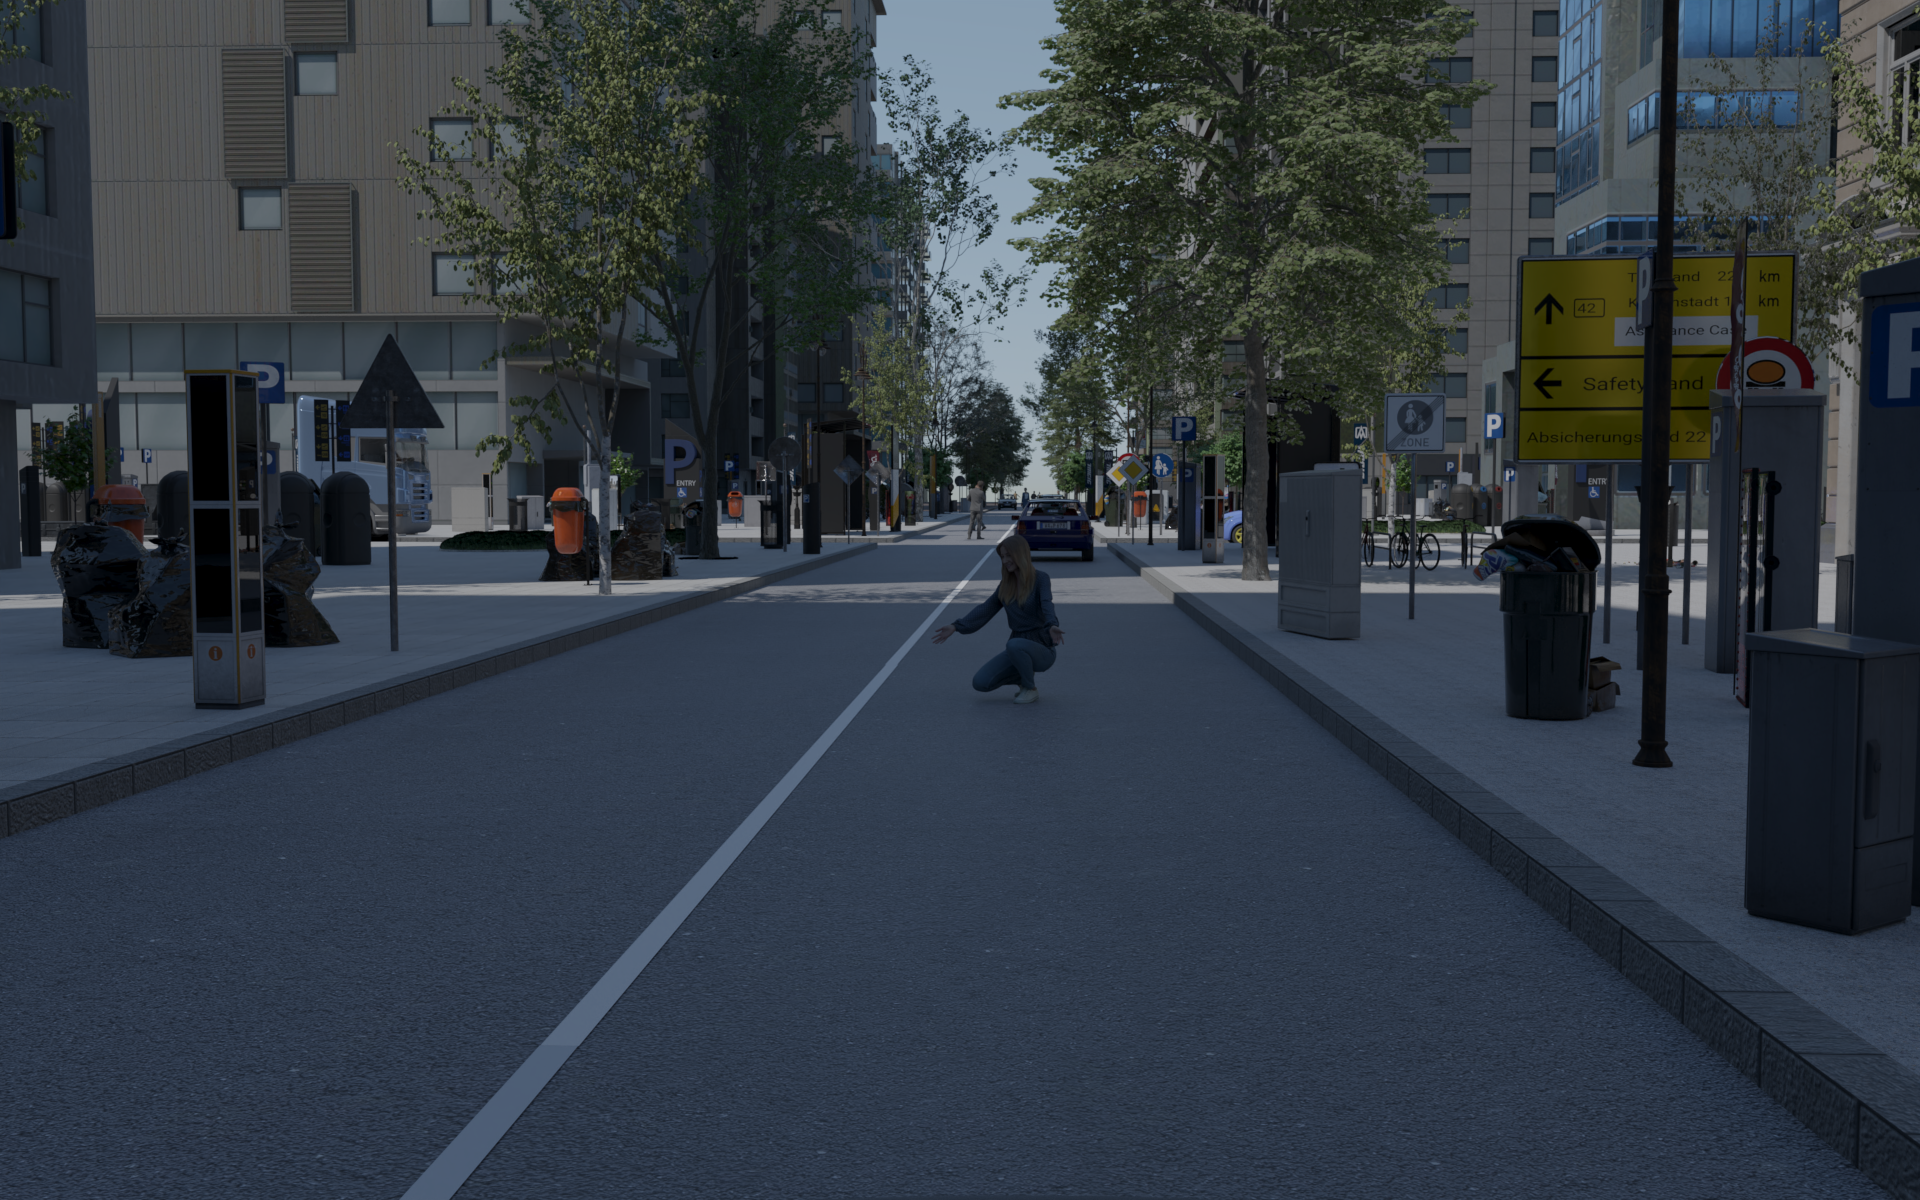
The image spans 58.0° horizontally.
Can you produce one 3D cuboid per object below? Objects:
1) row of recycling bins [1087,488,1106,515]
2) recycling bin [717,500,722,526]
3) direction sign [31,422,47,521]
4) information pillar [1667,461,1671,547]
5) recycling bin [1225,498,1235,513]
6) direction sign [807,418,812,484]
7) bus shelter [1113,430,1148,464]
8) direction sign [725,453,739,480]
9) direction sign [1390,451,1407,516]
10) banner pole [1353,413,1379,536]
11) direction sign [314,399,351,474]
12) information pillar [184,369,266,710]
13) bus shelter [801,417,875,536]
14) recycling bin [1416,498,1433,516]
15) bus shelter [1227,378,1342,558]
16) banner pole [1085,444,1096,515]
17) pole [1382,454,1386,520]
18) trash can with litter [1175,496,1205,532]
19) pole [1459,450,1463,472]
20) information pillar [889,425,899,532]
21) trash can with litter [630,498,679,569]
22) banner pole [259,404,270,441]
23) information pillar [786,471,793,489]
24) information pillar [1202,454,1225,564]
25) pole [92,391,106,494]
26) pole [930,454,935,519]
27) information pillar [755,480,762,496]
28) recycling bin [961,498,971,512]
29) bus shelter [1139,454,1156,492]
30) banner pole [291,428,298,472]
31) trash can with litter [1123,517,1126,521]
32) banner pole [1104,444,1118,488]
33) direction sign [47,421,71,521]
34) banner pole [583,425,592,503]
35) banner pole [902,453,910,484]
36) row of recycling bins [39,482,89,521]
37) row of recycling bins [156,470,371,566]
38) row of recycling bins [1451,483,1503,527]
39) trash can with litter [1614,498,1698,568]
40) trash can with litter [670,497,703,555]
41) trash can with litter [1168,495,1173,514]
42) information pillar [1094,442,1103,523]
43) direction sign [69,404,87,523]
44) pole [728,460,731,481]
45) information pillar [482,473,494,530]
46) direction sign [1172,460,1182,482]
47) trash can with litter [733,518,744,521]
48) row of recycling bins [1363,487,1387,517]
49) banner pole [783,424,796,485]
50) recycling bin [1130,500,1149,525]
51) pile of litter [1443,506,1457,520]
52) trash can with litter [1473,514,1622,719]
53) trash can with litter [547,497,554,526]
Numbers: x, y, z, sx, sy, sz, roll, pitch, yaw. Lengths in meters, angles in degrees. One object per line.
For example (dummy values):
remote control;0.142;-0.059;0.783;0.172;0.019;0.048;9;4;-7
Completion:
row of recycling bins;8.359;-5.927;104.013;1.069;1.692;3.534;1;4;16
recycling bin;-10.021;-3.489;69.606;0.722;1.027;0.722;-1;4;-23
direction sign;-29.113;-3.858;55.068;0.379;3.537;0.876;1;4;19
information pillar;17.176;-3.106;42.143;0.183;3.616;0.504;3;5;41
recycling bin;17.420;-6.112;112.487;0.722;1.027;0.722;3;5;39
direction sign;-4.506;-3.666;51.942;0.379;3.537;0.876;-1;4;-13
bus shelter;10.522;-7.885;106.545;2.179;5.291;8.768;0;4;2
direction sign;-12.632;-6.360;95.987;0.876;3.537;0.379;1;4;18
direction sign;24.536;-6.417;96.914;0.876;3.537;0.379;0;4;-1
banner pole;12.574;-3.892;53.648;0.863;3.779;0.401;2;4;26
direction sign;-15.068;-3.037;41.658;0.876;3.537;0.379;-3;5;-42
information pillar;-4.400;-0.360;10.386;0.304;2.012;0.304;1;4;8
bus shelter;-3.892;-3.976;56.294;1.731;3.624;6.357;0;4;3
recycling bin;26.783;-5.348;100.000;0.722;1.027;0.722;-2;4;-31
bus shelter;7.036;-2.855;37.957;1.731;3.624;6.357;0;4;3
banner pole;6.557;-5.879;86.135;0.863;3.779;0.401;-2;4;-30
pole;21.334;-5.709;87.192;0.158;3.312;0.155;0;3;0
trash can with litter;7.332;-2.656;54.815;1.055;1.170;0.624;2;4;23
pole;22.914;-5.228;79.313;0.158;3.312;0.155;0;3;0
information pillar;-2.216;-4.119;58.699;0.183;3.616;0.504;1;4;20
trash can with litter;-5.662;-1.094;28.952;2.233;1.210;1.678;-1;4;-23
banner pole;-14.661;-2.830;36.294;0.401;3.779;0.863;2;4;26
information pillar;-8.530;-5.838;86.798;0.183;3.616;0.504;-3;4;-38
information pillar;4.691;-1.685;32.049;0.304;2.012;0.304;3;4;38
pole;-17.137;-2.486;34.494;0.158;3.312;0.155;0;3;0
pole;-1.498;-6.044;92.659;0.158;3.312;0.155;0;3;0
information pillar;-10.369;-5.179;89.175;0.304;2.012;0.304;-1;4;-9
recycling bin;0.528;-6.683;121.825;0.722;1.027;0.722;3;5;40
bus shelter;9.293;-5.892;90.259;2.014;3.302;5.546;0;4;3
banner pole;-25.073;-4.616;65.481;0.863;3.779;0.401;3;5;40
trash can with litter;7.758;-4.391;83.182;0.624;1.170;1.055;-1;4;-22
banner pole;7.571;-5.894;86.377;0.863;3.779;0.401;0;4;-2
direction sign;-27.742;-3.785;53.875;0.876;3.537;0.379;0;3;0
banner pole;-13.610;-4.481;63.289;0.401;3.779;0.863;1;4;10
banner pole;-3.277;-7.122;106.459;0.863;3.779;0.401;1;4;13
row of recycling bins;-29.649;-3.114;58.029;3.534;1.692;1.069;0;4;6
row of recycling bins;-12.347;-1.450;30.819;3.534;1.692;1.069;-2;4;-24
row of recycling bins;20.696;-3.746;68.366;3.534;1.692;1.069;-2;4;-33
trash can with litter;12.595;-1.216;30.931;1.678;1.210;2.233;1;4;20
trash can with litter;-5.724;-1.533;36.447;0.624;1.170;1.055;-3;5;-41
trash can with litter;14.299;-6.830;122.734;1.678;1.210;2.233;2;4;33
information pillar;6.278;-5.307;78.121;0.183;3.616;0.504;3;4;36
direction sign;-21.385;-3.077;42.301;0.379;3.537;0.876;-1;4;-19
pole;-13.789;-6.723;103.764;0.158;3.312;0.155;0;3;0
information pillar;-16.742;-3.482;61.415;0.304;2.012;0.304;0;4;1
direction sign;14.516;-7.532;115.152;0.876;3.537;0.379;1;4;21
trash can with litter;-9.829;-4.343;82.061;2.233;1.210;1.678;-2;4;-26
row of recycling bins;23.036;-5.484;96.775;1.069;1.692;3.534;0;4;2
banner pole;-6.054;-4.363;61.351;0.401;3.779;0.863;-3;5;-41
recycling bin;7.434;-3.629;71.896;0.722;1.027;0.722;1;4;13
pile of litter;17.641;-2.898;61.341;1.719;0.858;1.176;-3;5;-44
trash can with litter;3.484;0.075;10.166;0.624;1.170;1.055;3;4;37
trash can with litter;-15.706;-3.481;68.309;1.055;1.170;0.624;-3;5;-44
